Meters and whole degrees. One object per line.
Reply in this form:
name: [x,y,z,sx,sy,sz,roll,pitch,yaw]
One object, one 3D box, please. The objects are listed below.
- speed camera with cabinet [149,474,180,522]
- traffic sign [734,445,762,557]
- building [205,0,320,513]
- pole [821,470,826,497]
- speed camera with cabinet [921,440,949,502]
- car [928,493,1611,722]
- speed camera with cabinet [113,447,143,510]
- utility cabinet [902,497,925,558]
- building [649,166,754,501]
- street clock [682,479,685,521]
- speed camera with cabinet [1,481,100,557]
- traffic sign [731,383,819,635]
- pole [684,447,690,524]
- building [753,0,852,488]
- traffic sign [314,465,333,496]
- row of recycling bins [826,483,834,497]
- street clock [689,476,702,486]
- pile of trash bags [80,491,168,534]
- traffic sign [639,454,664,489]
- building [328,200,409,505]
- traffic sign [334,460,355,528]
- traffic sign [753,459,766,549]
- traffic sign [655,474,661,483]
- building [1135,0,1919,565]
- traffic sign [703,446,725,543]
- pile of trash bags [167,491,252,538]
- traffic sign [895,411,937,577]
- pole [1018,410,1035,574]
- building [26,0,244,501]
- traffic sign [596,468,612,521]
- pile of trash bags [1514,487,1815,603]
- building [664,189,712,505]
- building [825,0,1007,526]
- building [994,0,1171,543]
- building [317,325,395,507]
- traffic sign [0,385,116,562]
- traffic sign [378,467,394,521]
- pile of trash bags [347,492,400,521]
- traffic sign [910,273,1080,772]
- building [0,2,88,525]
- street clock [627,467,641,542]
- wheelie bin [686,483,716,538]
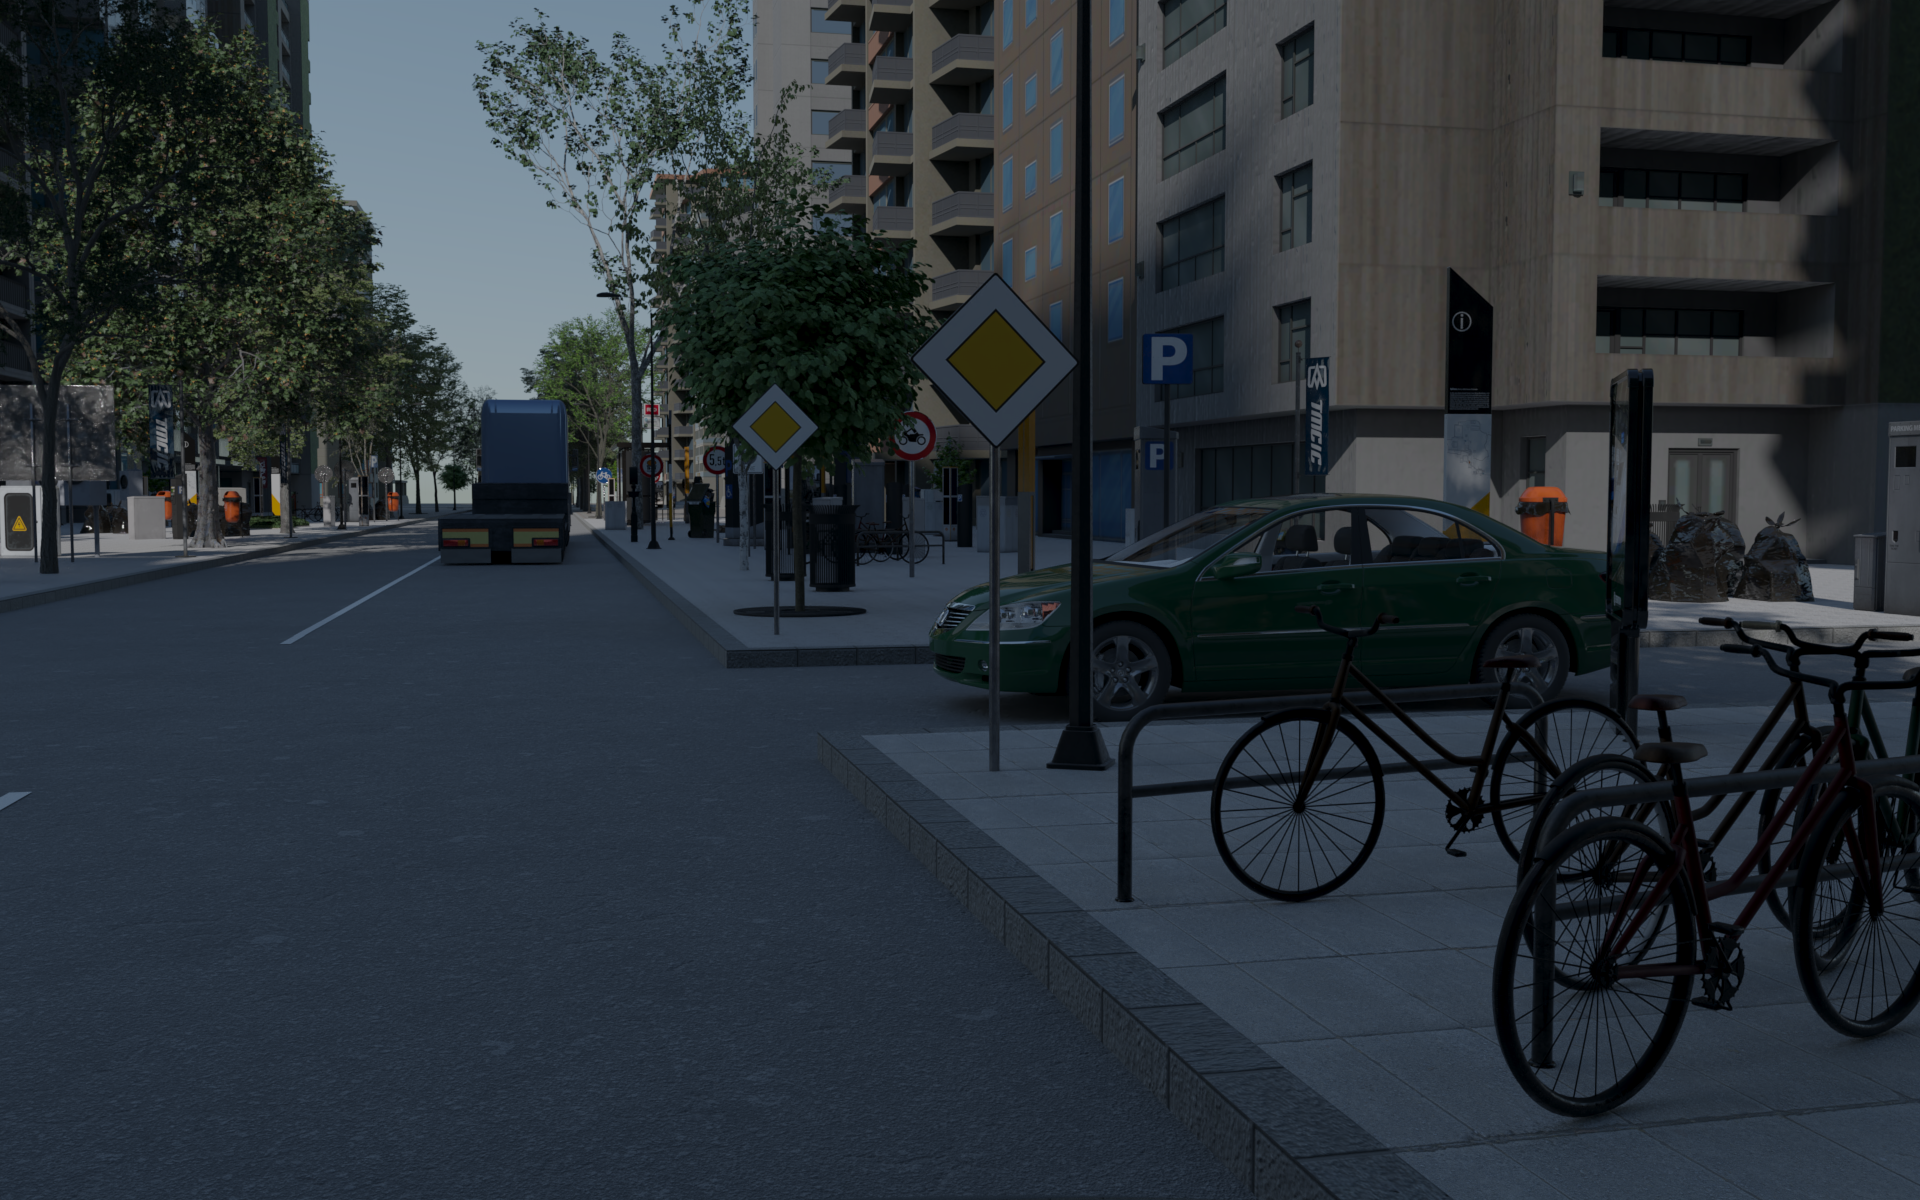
speed camera with cabinet: [-36.290,-5.215,79.604,2.038,3.252,0.660,1,4,18]
traffic sign: [-4.320,-2.032,35.358,0.606,2.300,0.079,0,4,-7]
building: [-57.819,-27.474,132.789,14.154,41.232,14.086,-1,4,-13]
pole: [-3.516,-3.073,44.086,0.158,3.312,0.155,0,3,0]
speed camera with cabinet: [-0.993,-3.999,59.727,2.038,3.252,0.660,3,5,42]
car: [2.211,-0.010,11.957,4.920,1.459,2.131,-1,4,-13]
speed camera with cabinet: [-31.458,-4.321,64.991,2.038,3.252,0.660,3,4,37]
utility cabinet: [-0.928,-1.456,34.966,0.306,1.237,1.020,-1,4,-12]
building: [-30.396,-35.474,234.620,22.147,44.769,28.867,-1,4,-13]
street clock: [-13.014,-4.748,82.203,0.358,2.002,0.471,-2,4,-29]
speed camera with cabinet: [-18.432,-2.497,35.157,2.038,3.252,0.660,1,4,9]
traffic sign: [-1.675,-0.740,15.736,0.795,2.450,0.064,-1,4,-13]
pole: [-11.860,-4.978,75.226,0.158,3.312,0.155,0,3,0]
building: [-3.601,-35.280,118.819,21.231,58.520,28.212,-1,4,-13]
traffic sign: [-27.975,-4.653,76.178,0.768,2.556,0.104,-1,4,-13]
row of recycling bins: [-4.932,-3.674,67.180,1.069,1.692,3.534,1,4,20]
street clock: [-10.568,-3.998,69.931,0.358,2.002,0.471,1,4,9]
pile of trash bags: [-27.055,-2.871,56.696,3.447,1.369,1.912,1,4,21]
traffic sign: [-9.750,-3.345,54.804,0.768,2.556,0.104,-1,4,-11]
building: [-85.325,-31.827,212.244,32.217,40.220,23.993,-1,4,-13]
traffic sign: [-23.074,-3.966,64.942,0.768,2.556,0.104,0,4,-7]
traffic sign: [-4.796,-2.470,40.380,0.884,2.594,0.081,-1,4,-10]
traffic sign: [-14.586,-5.023,82.240,0.768,2.556,0.104,0,4,-6]
building: [12.501,-16.169,36.057,14.107,30.474,14.160,-1,4,-13]
traffic sign: [-6.370,-2.776,45.501,0.768,2.556,0.104,-1,4,-9]
pile of trash bags: [-22.264,-2.588,52.072,1.912,1.369,3.447,-3,4,-39]
traffic sign: [-0.739,-1.621,26.604,0.768,2.556,0.104,-1,4,-10]
pole: [0.798,-1.645,20.736,0.158,3.312,0.155,0,3,0]
building: [-54.336,-29.128,95.844,23.786,49.044,30.456,-1,4,-13]
traffic sign: [-17.173,-5.106,83.588,0.768,2.556,0.104,-1,4,-12]
pile of trash bags: [8.470,-0.700,21.202,3.447,1.369,1.912,0,4,-7]
building: [-19.353,-31.705,210.250,32.217,40.220,23.993,-1,4,-13]
building: [5.645,-25.973,79.290,22.147,44.769,28.867,-1,4,-13]
building: [9.439,-24.451,49.881,14.600,45.320,14.200,-1,4,-13]
building: [-77.051,-20.940,187.407,27.650,21.520,28.899,-1,4,-13]
traffic sign: [-17.016,-2.359,32.446,2.265,3.308,0.079,0,4,-8]
traffic sign: [-27.306,-5.035,82.427,0.768,2.556,0.104,-1,4,-12]
pile of trash bags: [-28.399,-4.551,84.161,3.447,1.369,1.912,2,4,35]
traffic sign: [0.156,-0.264,7.963,0.795,2.450,0.064,-1,4,-13]
building: [-47.724,-38.569,68.849,20.563,71.187,20.611,-1,4,-13]
street clock: [-8.699,-2.547,46.207,0.358,2.002,0.471,-1,4,-10]
wheelie bin: [-7.547,-2.610,50.578,0.980,1.594,0.693,3,4,38]
